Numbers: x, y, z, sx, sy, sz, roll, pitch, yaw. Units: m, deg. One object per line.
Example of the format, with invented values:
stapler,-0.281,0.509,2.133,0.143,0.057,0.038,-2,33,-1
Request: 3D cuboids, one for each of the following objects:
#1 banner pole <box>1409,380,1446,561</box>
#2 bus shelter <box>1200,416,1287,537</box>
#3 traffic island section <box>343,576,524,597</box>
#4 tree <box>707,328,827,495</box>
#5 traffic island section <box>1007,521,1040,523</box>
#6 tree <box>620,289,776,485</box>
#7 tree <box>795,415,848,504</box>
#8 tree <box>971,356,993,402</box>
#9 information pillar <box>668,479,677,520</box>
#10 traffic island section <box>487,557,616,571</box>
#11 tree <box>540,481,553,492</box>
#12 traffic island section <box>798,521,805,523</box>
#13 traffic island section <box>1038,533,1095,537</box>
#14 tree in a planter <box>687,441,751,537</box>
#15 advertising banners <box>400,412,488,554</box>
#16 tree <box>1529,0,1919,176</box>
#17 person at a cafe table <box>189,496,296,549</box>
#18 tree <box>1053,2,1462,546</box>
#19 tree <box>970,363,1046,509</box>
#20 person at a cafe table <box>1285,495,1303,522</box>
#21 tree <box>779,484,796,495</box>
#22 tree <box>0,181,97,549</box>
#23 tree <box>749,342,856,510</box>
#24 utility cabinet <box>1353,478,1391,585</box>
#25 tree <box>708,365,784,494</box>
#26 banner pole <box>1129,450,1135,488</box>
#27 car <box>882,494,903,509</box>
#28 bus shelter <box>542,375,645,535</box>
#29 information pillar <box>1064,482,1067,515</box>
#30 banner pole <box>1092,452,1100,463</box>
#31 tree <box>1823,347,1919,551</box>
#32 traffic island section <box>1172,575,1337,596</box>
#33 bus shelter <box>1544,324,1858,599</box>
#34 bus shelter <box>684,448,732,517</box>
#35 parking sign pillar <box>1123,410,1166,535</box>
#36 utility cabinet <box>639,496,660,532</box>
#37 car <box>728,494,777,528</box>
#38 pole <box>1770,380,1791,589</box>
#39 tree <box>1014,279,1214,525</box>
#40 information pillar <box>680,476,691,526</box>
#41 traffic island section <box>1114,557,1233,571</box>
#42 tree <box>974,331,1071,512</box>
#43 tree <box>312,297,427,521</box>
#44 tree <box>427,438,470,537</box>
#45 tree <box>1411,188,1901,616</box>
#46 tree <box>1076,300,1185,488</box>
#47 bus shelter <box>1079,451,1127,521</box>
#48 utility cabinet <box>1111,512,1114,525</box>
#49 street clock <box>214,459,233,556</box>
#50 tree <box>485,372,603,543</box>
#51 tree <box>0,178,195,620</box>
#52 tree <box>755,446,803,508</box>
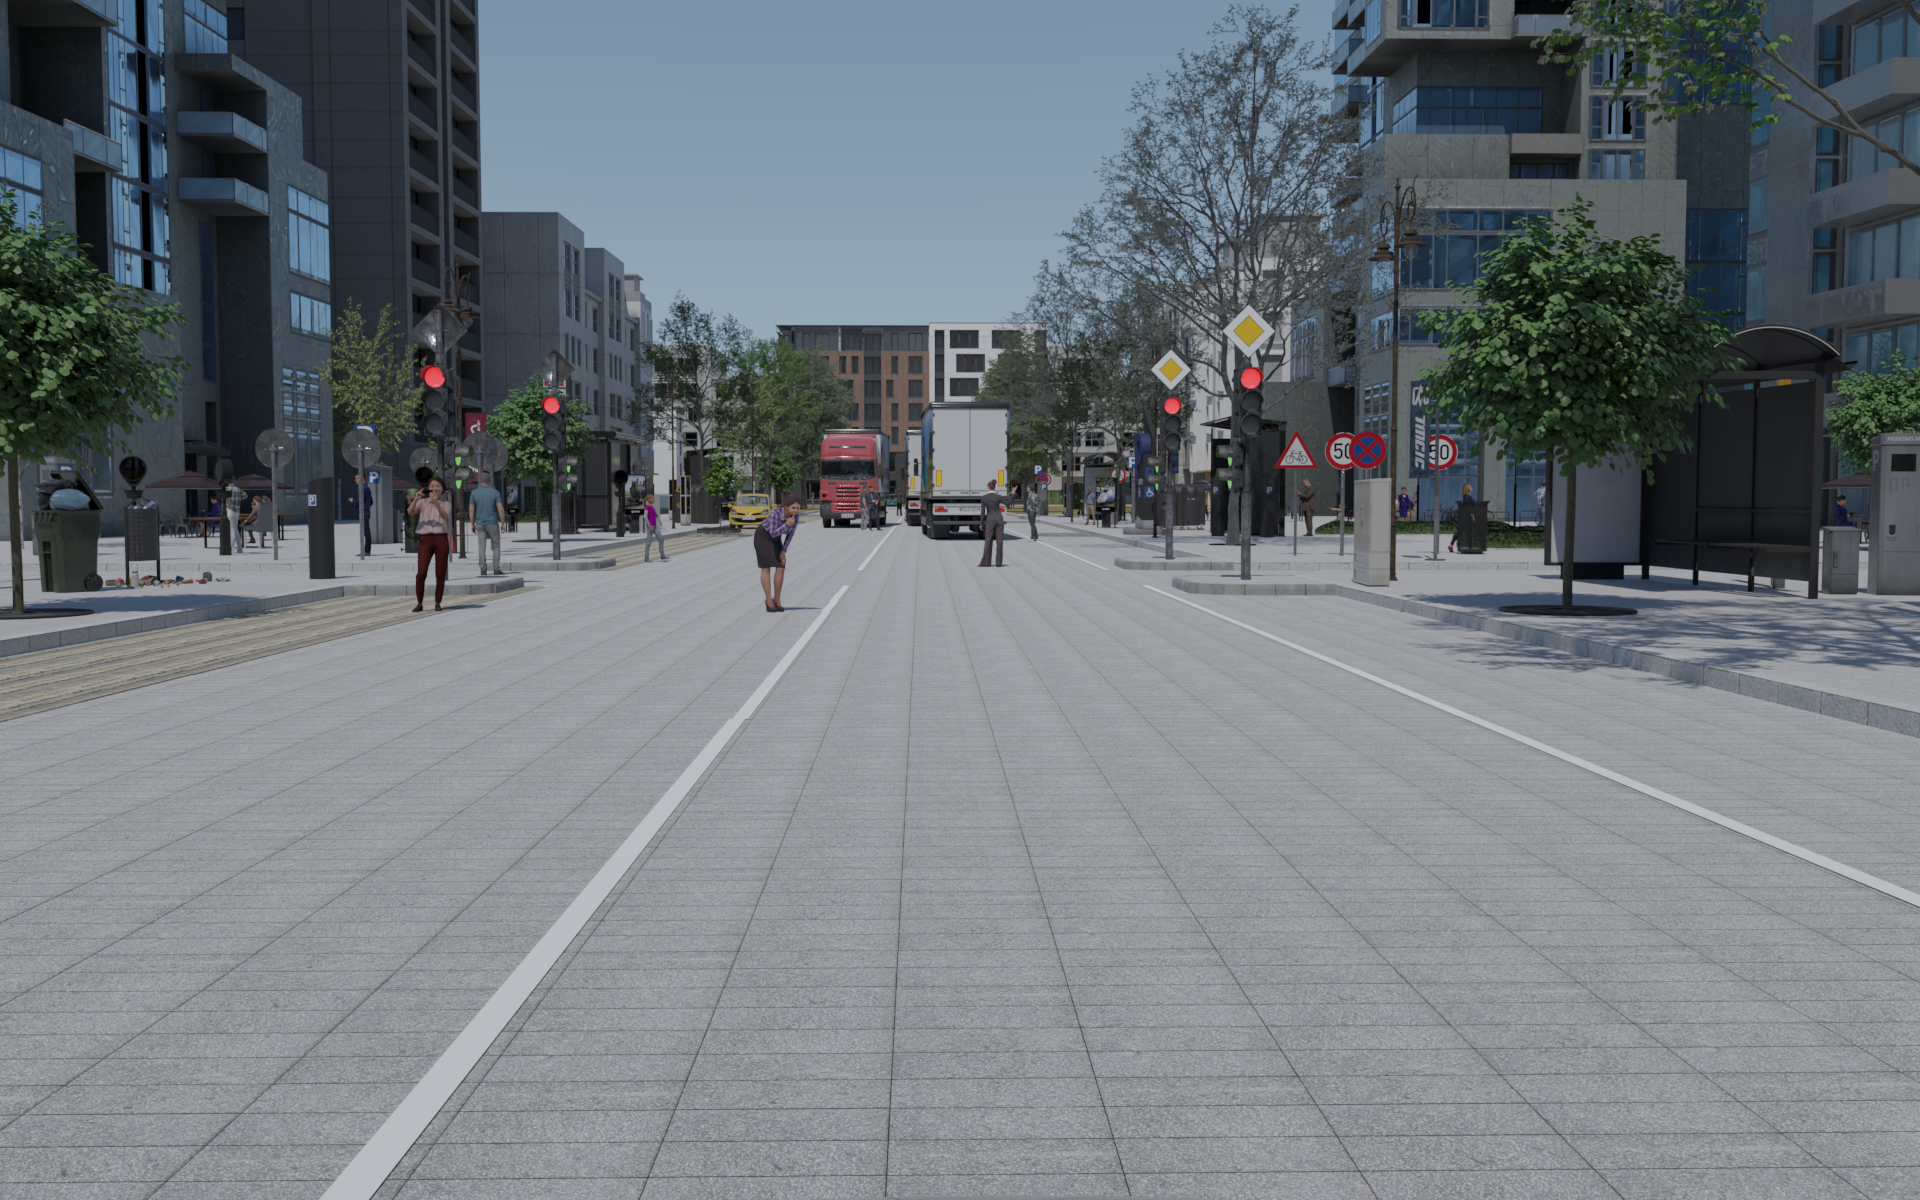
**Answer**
banner pole,9.029,-2.660,33.510,0.401,3.779,0.863,-3,5,-40
bus shelter,8.938,-3.893,54.938,1.731,3.624,6.357,0,4,-1
traffic island section,-7.667,-0.205,25.637,2.009,0.180,2.903,0,4,-1
tree,-12.087,-11.172,108.422,9.928,11.665,9.643,0,3,0
traffic island section,2.954,-3.878,86.265,1.991,0.108,1.994,0,4,-1
tree,-12.108,-8.885,79.690,7.601,10.594,8.767,-1,4,-13
tree,-13.739,-14.618,173.419,8.767,10.594,7.601,1,4,19
tree,5.988,-11.303,95.168,12.009,13.543,11.850,0,3,0
information pillar,-14.210,-4.969,85.732,0.304,2.012,0.304,2,4,30
traffic island section,-7.845,-0.694,33.620,2.009,0.180,2.903,0,4,-1
tree,-23.026,-6.291,97.456,1.663,3.219,1.824,0,3,0
traffic island section,-8.675,-3.826,85.419,1.991,0.108,1.994,0,4,-1
traffic island section,3.543,-2.220,59.168,1.991,0.108,1.994,0,4,-1
tree in a planter,-8.071,-3.733,58.262,1.991,3.239,1.994,0,4,-1
advertising banners,-11.106,-2.514,37.295,2.074,3.025,0.090,1,4,12
tree,7.215,-5.232,11.297,9.928,11.665,9.643,0,3,0
person at a cafe table,-16.925,-1.840,40.943,1.726,1.238,1.698,2,4,30
tree,6.950,-8.100,42.801,12.009,13.543,11.850,0,3,0
tree,3.828,-14.166,148.617,9.611,12.733,9.660,0,3,0
person at a cafe table,15.479,-4.285,80.927,1.698,1.238,1.726,0,4,2
tree,-13.063,-8.280,129.971,1.663,3.219,1.824,0,3,0
tree,-21.832,-5.485,40.045,4.360,8.622,3.978,0,3,0
tree,-13.025,-14.443,142.805,9.857,13.997,8.962,0,3,0
utility cabinet,5.804,-0.966,24.470,0.318,1.500,1.173,0,4,3
tree,-11.973,-9.063,98.549,4.737,8.622,4.395,0,3,0
banner pole,8.775,-5.895,86.398,0.863,3.779,0.401,3,5,40
car,-6.563,-9.492,166.997,2.131,1.459,4.920,0,4,-3
bus shelter,-12.489,-4.970,58.885,2.179,5.291,8.768,0,4,-1
information pillar,6.408,-6.075,103.816,0.304,2.012,0.304,2,4,25
banner pole,8.082,-6.922,103.199,0.863,3.779,0.401,-1,4,-16
tree,21.128,-3.380,38.971,4.285,4.588,4.351,0,3,0
traffic island section,4.291,-0.221,25.898,2.009,0.180,2.903,0,4,-1
bus shelter,9.643,-1.807,23.468,2.014,3.302,5.546,0,4,-1
bus shelter,-13.062,-6.043,90.084,1.731,3.624,6.357,0,4,-1
parking sign pillar,5.885,-4.058,54.822,1.447,3.967,1.447,0,4,-6
utility cabinet,-10.466,-2.892,58.439,0.306,1.237,1.020,-3,4,-37
car,-8.557,-3.770,71.870,2.015,1.641,3.980,0,4,-1
pole,11.135,-1.813,23.484,0.158,3.312,0.155,0,3,0
tree,6.751,-8.410,71.922,7.601,10.594,8.767,2,4,25
information pillar,-11.102,-4.011,70.068,0.304,2.012,0.304,2,4,35
traffic island section,4.114,-0.709,33.881,2.009,0.180,2.903,0,4,-1
tree,4.245,-12.411,121.043,7.486,12.596,7.792,0,3,0
tree,-22.240,-7.058,65.765,4.737,8.622,4.395,0,3,0
tree,-15.540,-3.539,52.460,1.663,3.219,1.824,0,3,0
tree,6.642,-2.137,18.653,4.285,4.588,4.351,0,3,0
tree,6.391,-6.851,62.378,4.360,8.622,3.978,0,3,0
bus shelter,7.056,-5.552,84.694,2.014,3.302,5.546,0,4,-1
utility cabinet,6.177,-3.696,71.590,0.306,1.237,1.020,1,4,12
street clock,-15.339,-1.929,36.116,0.358,2.002,0.471,-3,5,-44
tree,-11.210,-3.830,46.329,4.285,4.588,4.351,0,3,0
tree,-10.040,-2.109,18.190,4.285,4.588,4.351,0,3,0
tree,-12.414,-8.182,117.495,4.285,4.588,4.351,0,3,0
